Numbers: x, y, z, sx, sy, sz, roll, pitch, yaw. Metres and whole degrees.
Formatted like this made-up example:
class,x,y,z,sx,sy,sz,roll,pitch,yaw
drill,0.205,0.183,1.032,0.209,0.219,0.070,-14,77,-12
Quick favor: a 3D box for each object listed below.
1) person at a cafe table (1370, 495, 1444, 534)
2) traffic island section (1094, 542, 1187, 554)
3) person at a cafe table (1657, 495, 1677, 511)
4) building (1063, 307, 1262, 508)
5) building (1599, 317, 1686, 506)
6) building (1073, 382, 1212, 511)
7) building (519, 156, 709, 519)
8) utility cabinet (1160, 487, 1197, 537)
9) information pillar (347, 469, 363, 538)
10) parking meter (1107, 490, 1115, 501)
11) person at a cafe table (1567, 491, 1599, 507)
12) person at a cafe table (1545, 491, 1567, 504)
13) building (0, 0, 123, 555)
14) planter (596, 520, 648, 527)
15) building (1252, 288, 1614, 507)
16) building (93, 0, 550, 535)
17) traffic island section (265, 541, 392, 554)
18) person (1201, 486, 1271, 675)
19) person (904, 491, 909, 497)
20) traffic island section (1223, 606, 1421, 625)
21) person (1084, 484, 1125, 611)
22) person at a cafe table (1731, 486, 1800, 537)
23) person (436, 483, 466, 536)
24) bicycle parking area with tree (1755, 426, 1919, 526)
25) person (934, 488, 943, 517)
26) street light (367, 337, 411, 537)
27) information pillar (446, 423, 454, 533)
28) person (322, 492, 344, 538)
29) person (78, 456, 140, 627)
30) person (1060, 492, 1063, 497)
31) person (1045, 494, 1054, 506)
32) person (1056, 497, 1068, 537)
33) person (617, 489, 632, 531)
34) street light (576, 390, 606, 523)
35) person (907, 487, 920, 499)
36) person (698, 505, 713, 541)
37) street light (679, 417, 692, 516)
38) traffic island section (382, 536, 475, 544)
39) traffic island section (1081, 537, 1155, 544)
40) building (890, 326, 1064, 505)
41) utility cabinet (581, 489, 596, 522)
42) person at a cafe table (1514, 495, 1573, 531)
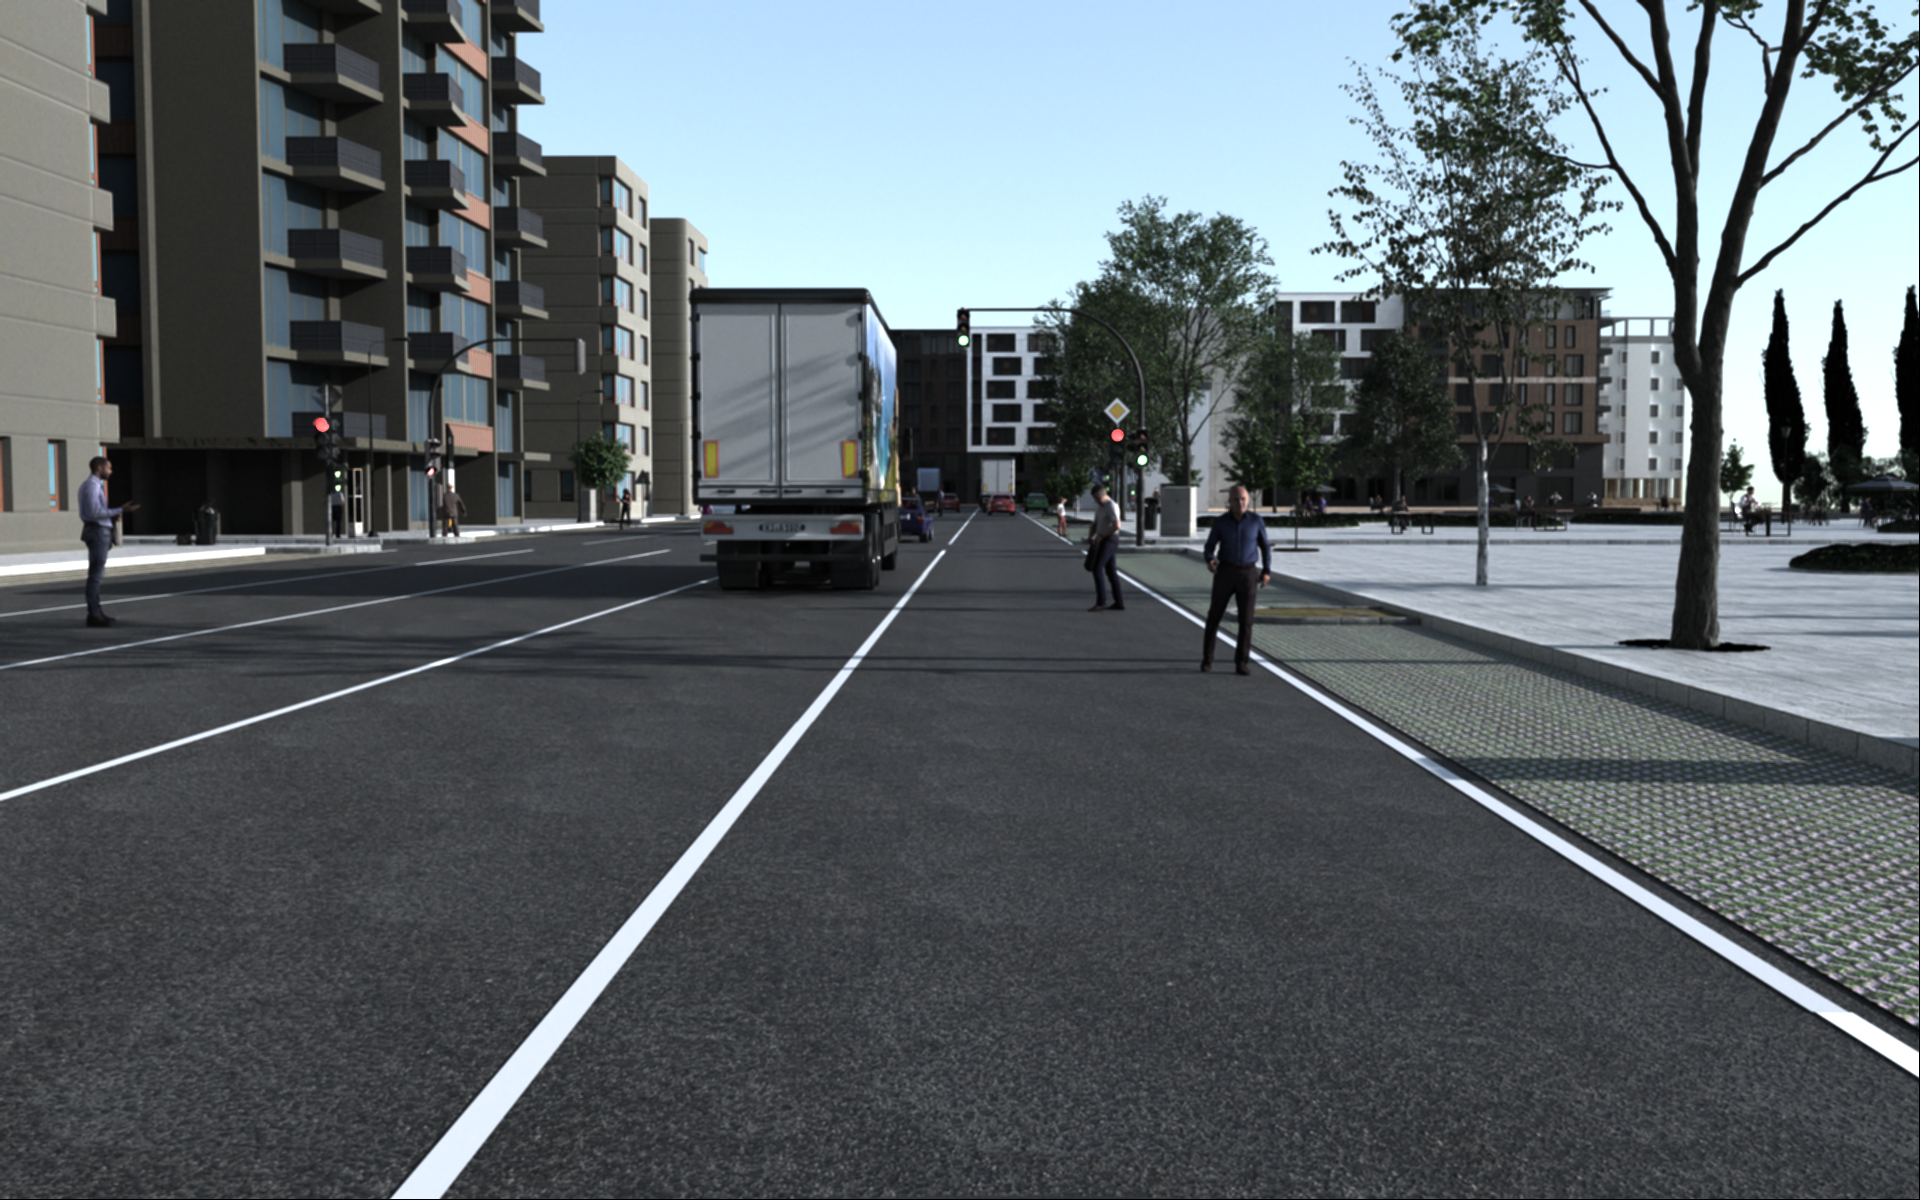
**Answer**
class,x,y,z,sx,sy,sz,roll,pitch,yaw
person at a cafe table,14.535,-2.772,56.176,1.698,1.238,1.726,0,4,-8
traffic island section,4.440,-1.239,42.535,2.009,0.180,2.903,0,4,1
person at a cafe table,45.983,-6.236,112.824,1.698,1.238,1.726,1,4,14
building,19.339,-18.727,172.648,16.747,18.905,31.486,0,4,1
building,71.343,-20.471,191.112,11.380,20.091,16.016,0,4,1
building,14.456,-12.302,143.289,9.099,9.664,28.070,0,4,1
building,-31.106,-15.803,103.411,27.650,21.520,28.899,0,4,1
utility cabinet,6.468,-2.611,51.372,0.318,1.500,1.173,-3,5,-41
information pillar,-17.566,-2.800,50.277,0.304,2.012,0.304,2,4,30
parking meter,6.995,-4.410,80.509,0.372,1.533,0.369,0,3,0
person at a cafe table,42.906,-6.722,118.421,1.622,1.524,1.698,-1,4,-21
person at a cafe table,41.761,-6.880,120.996,1.698,1.524,1.622,-1,4,-11
building,-34.735,-11.145,27.259,28.899,21.520,27.650,0,4,1
planter,-14.732,-3.341,75.758,1.991,0.319,1.994,0,4,1
building,48.564,-20.910,185.859,32.646,21.610,27.936,0,4,1
building,-28.723,-25.151,65.840,22.147,44.769,28.867,0,4,1
traffic island section,-15.638,-1.261,42.891,2.009,0.180,2.903,0,4,1
person,2.124,-0.157,13.762,0.574,1.496,0.600,2,4,30
person,-2.777,-5.073,93.154,0.593,1.614,0.444,2,4,29
traffic island section,4.029,0.187,19.801,1.991,0.108,1.994,0,4,1
person,1.787,-0.644,21.238,0.590,1.554,0.614,-1,4,-17
person at a cafe table,24.417,-2.715,52.912,1.698,1.524,1.622,-2,4,-33
person,-15.654,-2.695,53.111,0.990,1.755,0.434,-1,4,-15
bicycle parking area with tree,37.568,-5.250,72.842,8.231,4.147,9.016,2,4,34
person,-1.367,-6.215,109.978,0.599,1.838,0.709,-1,4,-18
street light,-16.939,-4.822,51.386,1.470,5.913,1.316,0,4,1
information pillar,-16.990,-4.059,57.720,0.183,3.616,0.504,0,4,5
person,-18.296,-2.587,50.552,0.614,1.554,0.590,-1,4,-19
person,-9.294,-0.646,18.938,0.599,1.838,0.709,-2,4,-31
person,9.738,-9.722,165.128,0.705,1.807,1.348,0,4,2
person,9.677,-11.011,186.172,1.348,1.812,0.705,-3,4,-39
person,3.450,-2.798,58.161,0.340,1.345,0.435,1,4,21
person,-13.192,-3.550,68.014,0.593,1.643,0.415,-1,4,-12
street light,-16.471,-6.410,77.348,1.470,5.913,1.316,0,4,1
person,-2.272,-4.569,83.754,0.990,1.755,0.434,1,4,12
person,-7.715,-2.527,53.046,0.726,1.434,0.776,1,4,22
street light,-16.026,-7.991,103.195,1.470,5.913,1.316,0,4,1
traffic island section,-15.498,-1.749,50.875,2.009,0.180,2.903,0,4,1
traffic island section,4.580,-1.727,50.518,2.009,0.180,2.903,0,4,1
building,-1.096,-23.314,225.164,32.646,21.610,27.936,0,4,1
utility cabinet,-16.948,-4.294,78.879,0.318,1.500,1.173,-2,4,-34
person at a cafe table,20.394,-3.058,60.855,1.726,1.238,1.698,3,4,38
